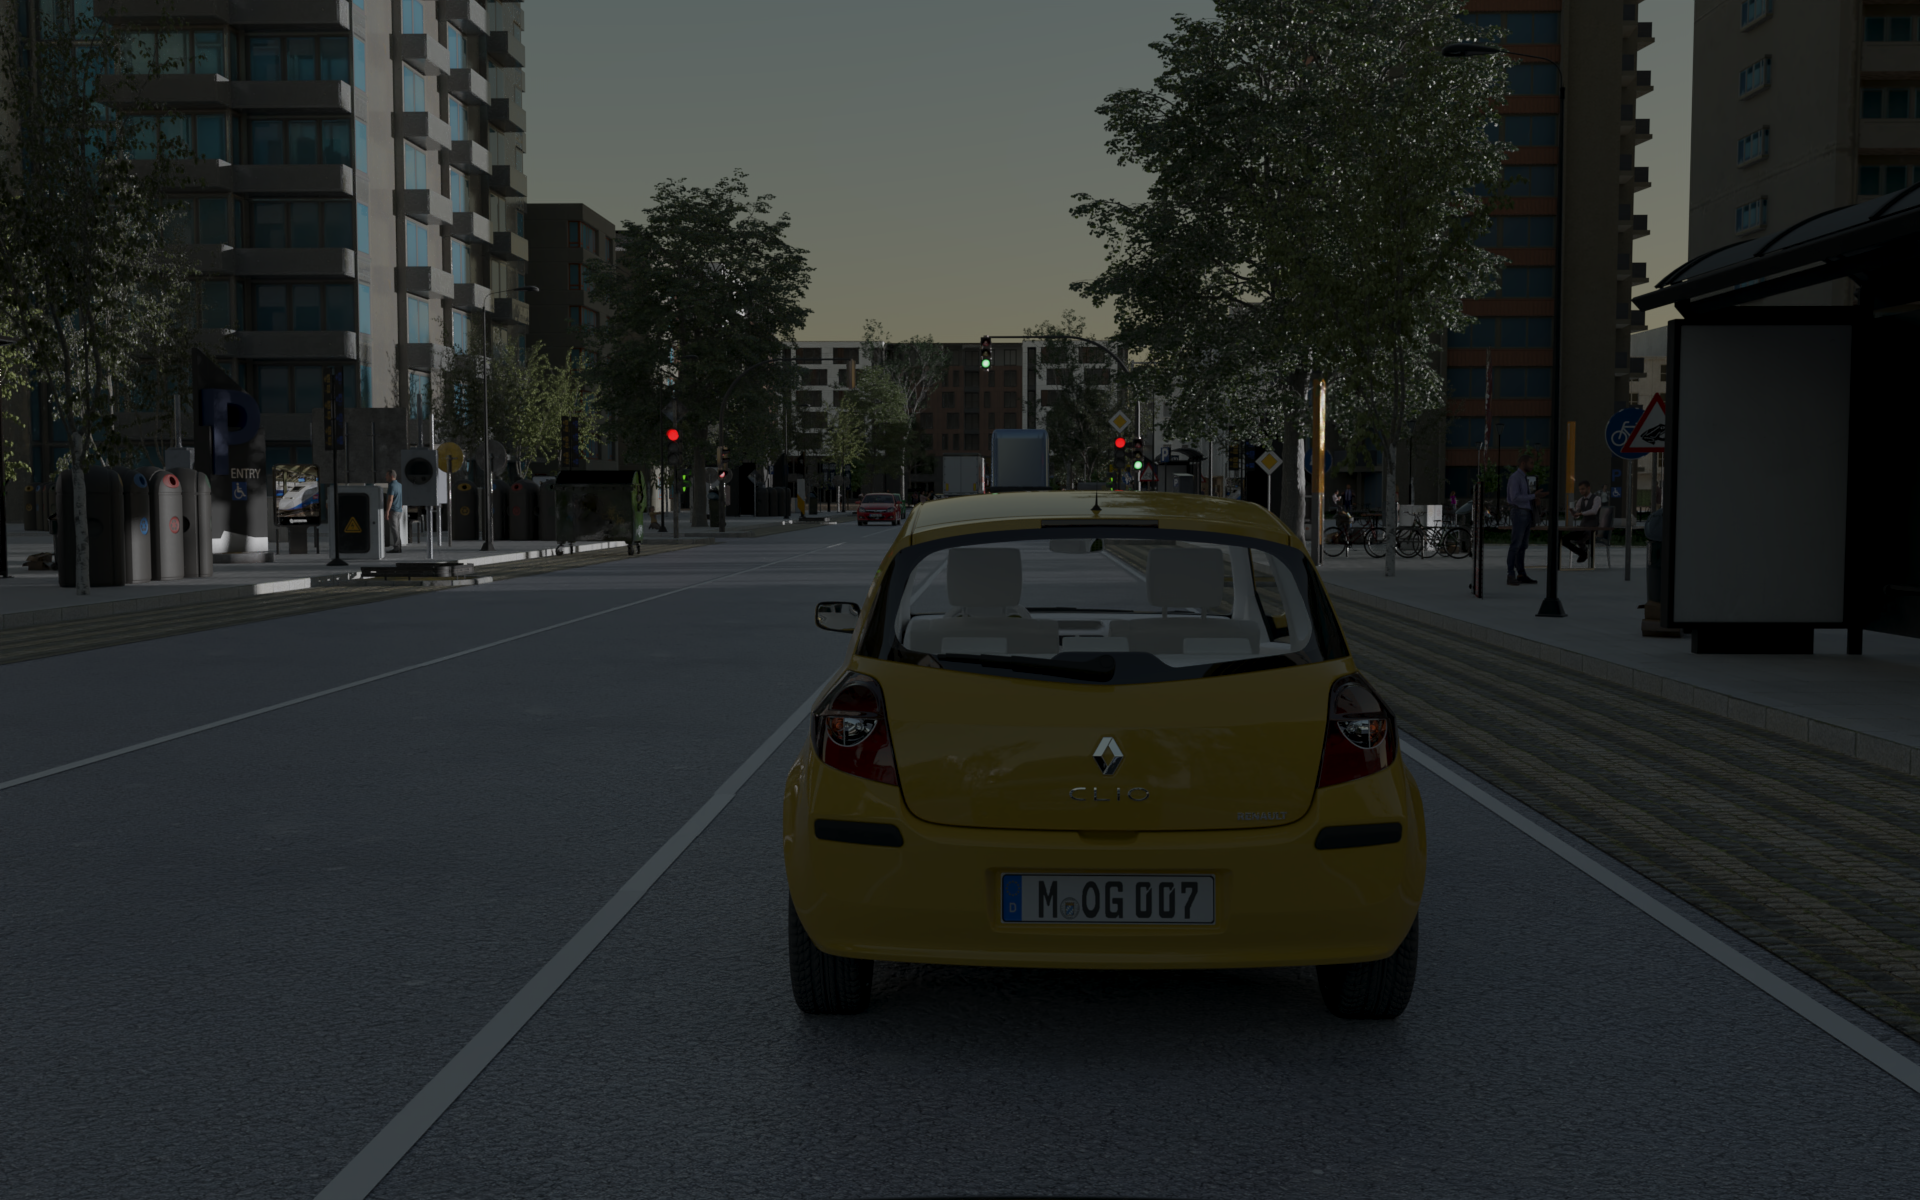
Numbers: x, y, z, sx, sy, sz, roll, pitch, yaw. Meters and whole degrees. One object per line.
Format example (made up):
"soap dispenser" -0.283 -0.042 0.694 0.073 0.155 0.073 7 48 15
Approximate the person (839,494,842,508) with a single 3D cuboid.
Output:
"person" -11.127 -9.273 160.847 0.799 1.438 0.628 0 4 -5

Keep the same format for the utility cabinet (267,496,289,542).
"utility cabinet" -18.061 -2.148 46.279 1.020 1.237 0.306 -1 4 -12

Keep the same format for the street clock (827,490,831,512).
"street clock" -9.397 -7.310 124.081 0.471 2.002 0.358 1 4 14

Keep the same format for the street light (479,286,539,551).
"street light" -10.102 -4.055 38.840 1.470 5.913 1.316 0 4 2

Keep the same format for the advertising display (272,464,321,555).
"advertising display" -14.122 -1.938 36.902 0.974 1.923 0.123 -3 5 -41

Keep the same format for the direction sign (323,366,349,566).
"direction sign" -11.160 -2.382 30.940 0.379 3.537 0.876 -3 5 -41

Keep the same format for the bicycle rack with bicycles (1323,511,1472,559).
"bicycle rack with bicycles" 9.143 -1.325 35.039 2.852 0.926 2.925 -3 5 -42

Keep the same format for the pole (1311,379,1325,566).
"pole" 6.384 -2.264 30.867 0.158 3.312 0.155 0 3 0

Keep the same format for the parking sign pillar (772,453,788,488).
"parking sign pillar" -11.845 -7.685 114.125 1.447 3.967 1.447 -3 4 -38

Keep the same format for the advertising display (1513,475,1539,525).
"advertising display" 19.587 -3.350 59.984 0.123 1.923 0.974 -2 4 -34

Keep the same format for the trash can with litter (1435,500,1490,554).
"trash can with litter" 10.835 -1.587 37.329 1.055 1.170 0.624 -1 4 -23

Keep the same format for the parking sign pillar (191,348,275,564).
"parking sign pillar" -13.680 -2.692 32.485 1.447 3.967 1.447 2 4 26

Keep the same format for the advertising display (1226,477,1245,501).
"advertising display" 10.653 -3.777 66.966 0.123 1.923 0.974 -2 4 -33

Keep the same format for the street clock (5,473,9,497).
"street clock" -28.574 -2.878 51.629 0.471 2.002 0.358 -2 4 -25

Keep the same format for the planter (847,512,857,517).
"planter" -6.111 -5.468 110.533 1.991 0.319 1.994 0 4 2

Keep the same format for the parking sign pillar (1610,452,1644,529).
"parking sign pillar" 22.780 -4.338 59.403 1.447 3.967 1.447 3 5 43

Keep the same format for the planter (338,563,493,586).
"planter" -8.627 -0.406 27.779 1.991 0.319 1.994 0 4 2

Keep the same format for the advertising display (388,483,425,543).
"advertising display" -14.506 -2.449 45.255 0.974 1.923 0.123 1 4 21

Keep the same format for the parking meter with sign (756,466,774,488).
"parking meter with sign" -12.364 -6.746 106.554 1.738 3.016 0.543 1 4 22

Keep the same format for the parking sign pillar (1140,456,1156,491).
"parking sign pillar" 12.431 -7.625 113.137 1.447 3.967 1.447 0 4 -5

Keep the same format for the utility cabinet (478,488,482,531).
"utility cabinet" -15.987 -3.058 58.670 1.173 1.500 0.318 2 4 28

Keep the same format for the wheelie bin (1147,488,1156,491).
"wheelie bin" 11.810 -6.242 109.969 0.693 1.594 0.980 -1 4 -14

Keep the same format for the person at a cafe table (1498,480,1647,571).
"person at a cafe table" 10.449 -1.296 29.698 1.622 1.524 1.698 -2 4 -23

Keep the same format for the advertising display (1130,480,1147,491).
"advertising display" 8.079 -4.478 78.427 0.974 1.923 0.123 -3 4 -38

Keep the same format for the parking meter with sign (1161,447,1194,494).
"parking meter with sign" 8.398 -4.202 64.967 1.738 3.016 0.543 -2 4 -28

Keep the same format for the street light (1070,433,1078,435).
"street light" 8.996 -9.782 132.482 1.470 5.913 1.316 0 4 2

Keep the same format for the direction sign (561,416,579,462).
"direction sign" -11.343 -3.576 50.467 0.379 3.537 0.876 1 4 18

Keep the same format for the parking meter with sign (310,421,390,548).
"parking meter with sign" -14.698 -2.784 41.781 1.738 3.016 0.543 -2 4 -23

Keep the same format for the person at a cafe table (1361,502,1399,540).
"person at a cafe table" 11.993 -2.272 48.002 1.698 1.238 1.726 1 4 20

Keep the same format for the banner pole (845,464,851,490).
"banner pole" -8.341 -8.341 126.384 0.863 3.779 0.401 1 4 11

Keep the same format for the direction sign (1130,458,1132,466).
"direction sign" 10.276 -6.781 102.871 0.379 3.537 0.876 2 4 25

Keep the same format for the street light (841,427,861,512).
"street light" -7.604 -9.073 120.880 1.470 5.913 1.316 0 4 2

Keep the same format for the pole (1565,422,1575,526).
"pole" 17.193 -3.362 48.804 0.158 3.312 0.155 0 3 0

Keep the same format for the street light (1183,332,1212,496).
"street light" 6.609 -4.702 49.426 1.470 5.913 1.316 0 4 2

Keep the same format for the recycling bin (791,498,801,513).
"recycling bin" -10.842 -6.327 116.001 0.722 1.027 0.722 -2 4 -29

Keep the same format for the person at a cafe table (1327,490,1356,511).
"person at a cafe table" 21.954 -5.572 99.612 1.622 1.524 1.698 1 4 12

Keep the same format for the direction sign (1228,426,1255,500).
"direction sign" 9.334 -4.000 57.403 0.876 3.537 0.379 0 4 3

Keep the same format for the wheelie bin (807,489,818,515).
"wheelie bin" -9.147 -6.101 107.666 0.693 1.594 0.980 0 4 -4

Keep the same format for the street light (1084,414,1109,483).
"street light" 8.139 -7.861 101.065 1.470 5.913 1.316 0 4 2

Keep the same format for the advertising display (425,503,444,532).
"advertising display" -17.694 -3.227 57.968 0.123 1.923 0.974 2 4 30

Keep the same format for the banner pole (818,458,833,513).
"banner pole" -9.361 -7.874 118.762 0.863 3.779 0.401 -1 4 -19

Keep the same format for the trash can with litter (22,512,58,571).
"trash can with litter" -15.210 -1.081 29.063 1.055 1.170 0.624 0 4 4

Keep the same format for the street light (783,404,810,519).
"street light" -8.443 -7.151 89.462 1.470 5.913 1.316 0 4 2

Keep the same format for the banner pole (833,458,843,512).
"banner pole" -8.768 -8.031 121.327 0.863 3.779 0.401 0 4 4

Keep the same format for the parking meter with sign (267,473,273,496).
"parking meter with sign" -24.415 -4.024 62.051 1.738 3.016 0.543 1 4 16

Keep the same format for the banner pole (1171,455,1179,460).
"banner pole" 11.977 -6.593 97.812 0.863 3.779 0.401 -1 4 -8

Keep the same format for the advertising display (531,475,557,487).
"advertising display" -14.336 -3.342 59.849 0.974 1.923 0.123 1 4 16

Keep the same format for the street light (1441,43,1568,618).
"street light" 5.663 -2.781 18.011 1.470 5.913 1.316 0 4 2

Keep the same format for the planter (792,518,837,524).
"planter" -6.944 -3.781 82.960 1.991 0.319 1.994 0 4 2

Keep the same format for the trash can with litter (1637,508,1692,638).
"trash can with litter" 6.543 -0.270 15.796 0.624 1.170 1.055 2 4 28

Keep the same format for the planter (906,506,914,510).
"planter" -4.580 -8.528 160.577 1.991 0.319 1.994 0 4 2

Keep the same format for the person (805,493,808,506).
"person" -17.155 -11.256 190.788 1.217 1.735 0.721 1 4 12

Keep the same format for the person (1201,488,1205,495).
"person" 20.190 -8.379 143.485 0.568 1.767 0.683 -1 4 -23

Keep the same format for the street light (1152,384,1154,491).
"street light" 7.205 -5.925 69.420 1.470 5.913 1.316 0 4 2

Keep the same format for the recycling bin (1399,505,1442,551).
"recycling bin" 10.548 -1.660 39.687 0.722 1.027 0.722 -3 5 -45

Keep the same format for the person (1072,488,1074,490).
"person" 9.765 -8.654 147.979 0.683 1.767 0.568 -1 4 -11

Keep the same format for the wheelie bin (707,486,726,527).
"wheelie bin" -9.405 -3.617 67.039 0.693 1.594 0.980 0 4 3

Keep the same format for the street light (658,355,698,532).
"street light" -9.456 -5.230 58.049 1.470 5.913 1.316 0 4 2
